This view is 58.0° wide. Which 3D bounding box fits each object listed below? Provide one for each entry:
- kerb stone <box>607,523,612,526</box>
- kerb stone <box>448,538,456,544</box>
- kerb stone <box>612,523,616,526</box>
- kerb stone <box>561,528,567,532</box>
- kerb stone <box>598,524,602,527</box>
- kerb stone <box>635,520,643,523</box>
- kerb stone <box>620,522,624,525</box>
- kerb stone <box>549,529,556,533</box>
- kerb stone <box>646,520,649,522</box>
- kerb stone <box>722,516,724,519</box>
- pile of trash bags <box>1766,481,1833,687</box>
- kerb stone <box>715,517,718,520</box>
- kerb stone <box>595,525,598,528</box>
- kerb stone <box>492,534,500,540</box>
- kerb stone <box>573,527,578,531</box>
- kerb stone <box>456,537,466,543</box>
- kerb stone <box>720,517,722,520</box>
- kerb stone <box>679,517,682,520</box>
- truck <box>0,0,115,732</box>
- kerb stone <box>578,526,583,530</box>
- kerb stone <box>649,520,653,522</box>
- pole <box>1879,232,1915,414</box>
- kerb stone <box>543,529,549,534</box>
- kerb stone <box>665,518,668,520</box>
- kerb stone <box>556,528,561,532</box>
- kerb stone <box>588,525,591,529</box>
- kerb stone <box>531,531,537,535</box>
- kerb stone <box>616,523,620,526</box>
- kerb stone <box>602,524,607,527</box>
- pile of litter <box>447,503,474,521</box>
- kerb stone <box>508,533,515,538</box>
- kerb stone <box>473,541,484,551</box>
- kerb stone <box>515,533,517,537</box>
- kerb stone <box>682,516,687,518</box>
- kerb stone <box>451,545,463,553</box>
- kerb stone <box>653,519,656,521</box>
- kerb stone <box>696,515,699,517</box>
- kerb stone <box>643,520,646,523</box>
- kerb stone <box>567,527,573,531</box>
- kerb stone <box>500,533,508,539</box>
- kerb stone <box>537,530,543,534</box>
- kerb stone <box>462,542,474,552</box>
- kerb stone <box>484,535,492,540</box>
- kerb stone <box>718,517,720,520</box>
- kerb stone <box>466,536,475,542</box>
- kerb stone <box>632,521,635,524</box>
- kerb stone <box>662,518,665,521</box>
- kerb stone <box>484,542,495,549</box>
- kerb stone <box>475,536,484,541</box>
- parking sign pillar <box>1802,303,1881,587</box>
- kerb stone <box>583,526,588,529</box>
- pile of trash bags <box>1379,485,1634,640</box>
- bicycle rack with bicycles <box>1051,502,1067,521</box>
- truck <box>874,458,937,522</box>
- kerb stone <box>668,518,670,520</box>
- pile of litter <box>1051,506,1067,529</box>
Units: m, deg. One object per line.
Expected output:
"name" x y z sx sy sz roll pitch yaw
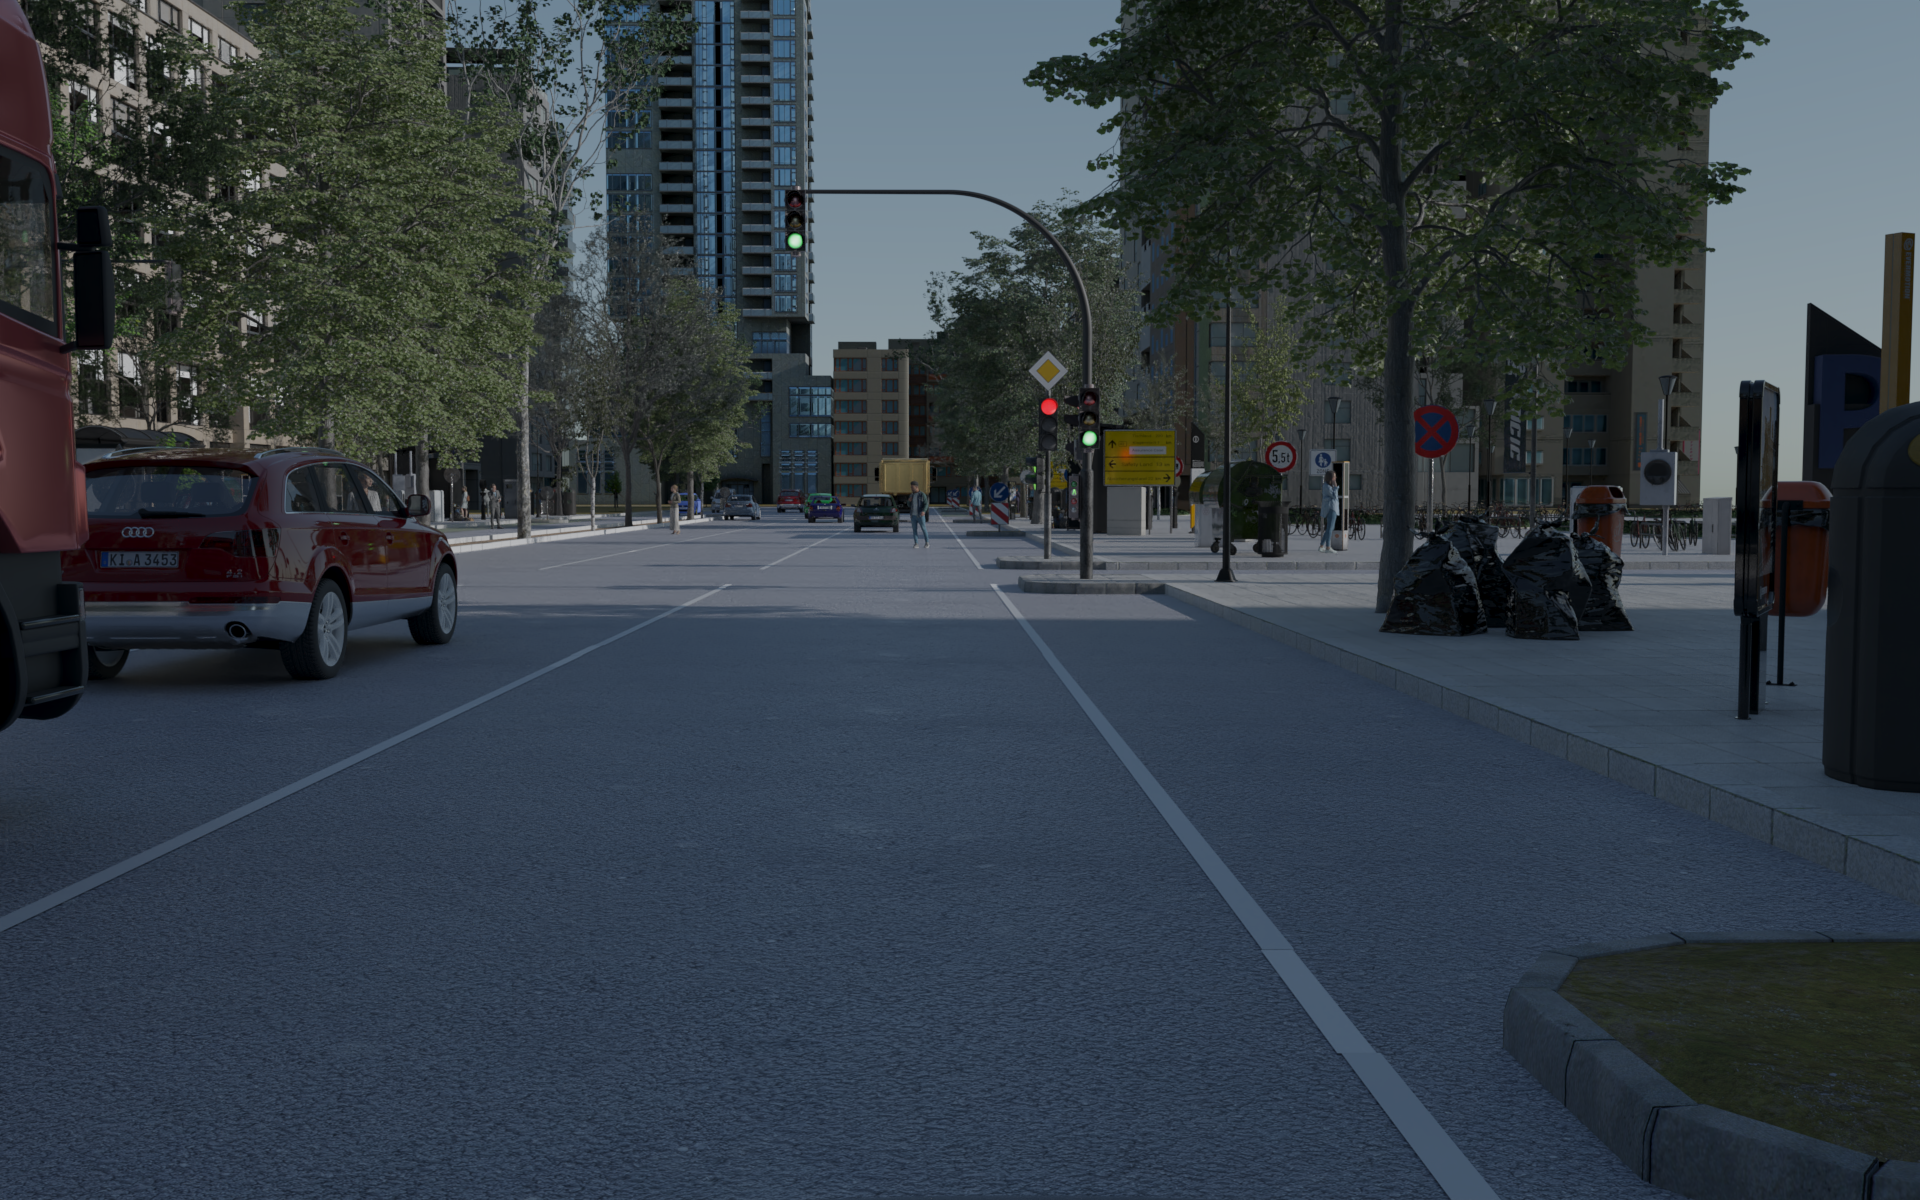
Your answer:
"kerb stone" -15.118 -3.159 73.850 0.120 0.150 1.000 0 4 -1
"kerb stone" -14.582 -1.651 49.238 0.120 0.150 1.000 0 4 -1
"kerb stone" -15.139 -3.222 74.872 0.120 0.150 1.000 0 4 -1
"kerb stone" -14.920 -2.595 64.624 0.120 0.150 1.000 0 4 -1
"kerb stone" -15.079 -3.034 71.801 0.120 0.150 1.000 0 4 -1
"kerb stone" -15.296 -3.661 82.054 0.120 0.150 1.000 0 4 -1
"kerb stone" -15.180 -3.347 76.921 0.120 0.150 1.000 0 4 -1
"kerb stone" -14.867 -2.467 62.569 0.120 0.150 1.000 0 4 -1
"kerb stone" -15.350 -3.787 84.111 0.120 0.150 1.000 0 4 -1
"kerb stone" -13.534 -4.604 97.469 0.120 0.150 1.000 0 4 -1
"pile of trash bags" 6.804 -0.076 11.001 3.447 1.369 1.912 2 4 34
"kerb stone" -13.460 -4.414 94.386 0.120 0.150 1.000 0 4 -1
"kerb stone" -15.052 -2.971 70.772 0.120 0.150 1.000 0 4 -1
"kerb stone" -14.694 -1.968 54.366 0.120 0.150 1.000 0 4 -1
"kerb stone" -14.958 -2.720 66.672 0.120 0.150 1.000 0 4 -1
"kerb stone" -14.610 -1.716 50.260 0.120 0.150 1.000 0 4 -1
"kerb stone" -13.512 -4.536 96.447 0.120 0.150 1.000 0 4 -1
"kerb stone" -15.587 -4.476 95.383 0.120 0.150 1.000 0 4 -1
"truck" -5.070 -0.874 3.204 2.839 4.237 11.283 0 4 -2
"kerb stone" -14.987 -2.777 67.694 0.120 0.150 1.000 0 4 -1
"kerb stone" -15.363 -3.849 85.133 0.120 0.150 1.000 0 4 -1
"pole" 7.352 -1.211 13.645 0.158 3.312 0.155 0 3 0
"kerb stone" -14.859 -2.406 61.541 0.120 0.150 1.000 0 4 -1
"kerb stone" -15.475 -4.162 90.252 0.120 0.150 1.000 0 4 -1
"kerb stone" -14.897 -2.528 63.596 0.120 0.150 1.000 0 4 -1
"kerb stone" -15.030 -2.908 69.749 0.120 0.150 1.000 0 4 -1
"kerb stone" -14.806 -2.278 59.488 0.120 0.150 1.000 0 4 -1
"kerb stone" -15.164 -3.285 75.899 0.120 0.150 1.000 0 4 -1
"kerb stone" -15.101 -3.097 72.825 0.120 0.150 1.000 0 4 -1
"pile of litter" -23.728 -4.178 82.279 1.176 0.858 1.719 -2 4 -26
"kerb stone" -14.748 -2.093 56.415 0.120 0.150 1.000 0 4 -1
"kerb stone" -12.374 -1.343 44.150 0.120 0.150 1.000 0 4 -1
"kerb stone" -14.768 -2.151 57.438 0.120 0.150 1.000 0 4 -1
"kerb stone" -15.626 -4.602 97.437 0.120 0.150 1.000 0 4 -1
"kerb stone" -12.336 -1.217 42.098 0.120 0.150 1.000 0 4 -1
"kerb stone" -15.388 -3.912 86.161 0.120 0.150 1.000 0 4 -1
"kerb stone" -15.746 -4.915 102.547 0.120 0.150 1.000 0 4 -1
"kerb stone" -15.328 -3.724 83.080 0.120 0.150 1.000 0 4 -1
"kerb stone" -14.941 -2.658 65.650 0.120 0.150 1.000 0 4 -1
"kerb stone" -14.717 -2.027 55.388 0.120 0.150 1.000 0 4 -1
"kerb stone" -14.830 -2.343 60.510 0.120 0.150 1.000 0 4 -1
"kerb stone" -12.354 -1.280 43.125 0.120 0.150 1.000 0 4 -1
"kerb stone" -14.676 -1.897 53.334 0.120 0.150 1.000 0 4 -1
"kerb stone" -13.491 -4.479 95.420 0.120 0.150 1.000 0 4 -1
"kerb stone" -14.635 -1.779 51.281 0.120 0.150 1.000 0 4 -1
"kerb stone" -15.259 -3.532 80.007 0.120 0.150 1.000 0 4 -1
"kerb stone" -15.453 -4.100 89.229 0.120 0.150 1.000 0 4 -1
"kerb stone" -12.391 -1.398 45.181 0.120 0.150 1.000 0 4 -1
"kerb stone" -14.654 -1.840 52.312 0.120 0.150 1.000 0 4 -1
"parking sign pillar" 12.589 -2.192 24.320 1.447 3.967 1.447 0 4 7
"kerb stone" -15.008 -2.840 68.721 0.120 0.150 1.000 0 4 -1
"pile of trash bags" 5.597 -0.427 16.729 1.912 1.369 3.447 3 5 42
"bicycle rack with bicycles" 4.668 -4.206 82.150 2.925 0.926 2.852 3 5 40
"truck" -2.927 -5.905 92.465 3.469 3.379 9.791 0 4 -1
"kerb stone" -15.498 -4.225 91.274 0.120 0.150 1.000 0 4 -1
"pile of litter" 3.778 -3.087 64.440 1.176 0.858 1.719 -2 4 -32
